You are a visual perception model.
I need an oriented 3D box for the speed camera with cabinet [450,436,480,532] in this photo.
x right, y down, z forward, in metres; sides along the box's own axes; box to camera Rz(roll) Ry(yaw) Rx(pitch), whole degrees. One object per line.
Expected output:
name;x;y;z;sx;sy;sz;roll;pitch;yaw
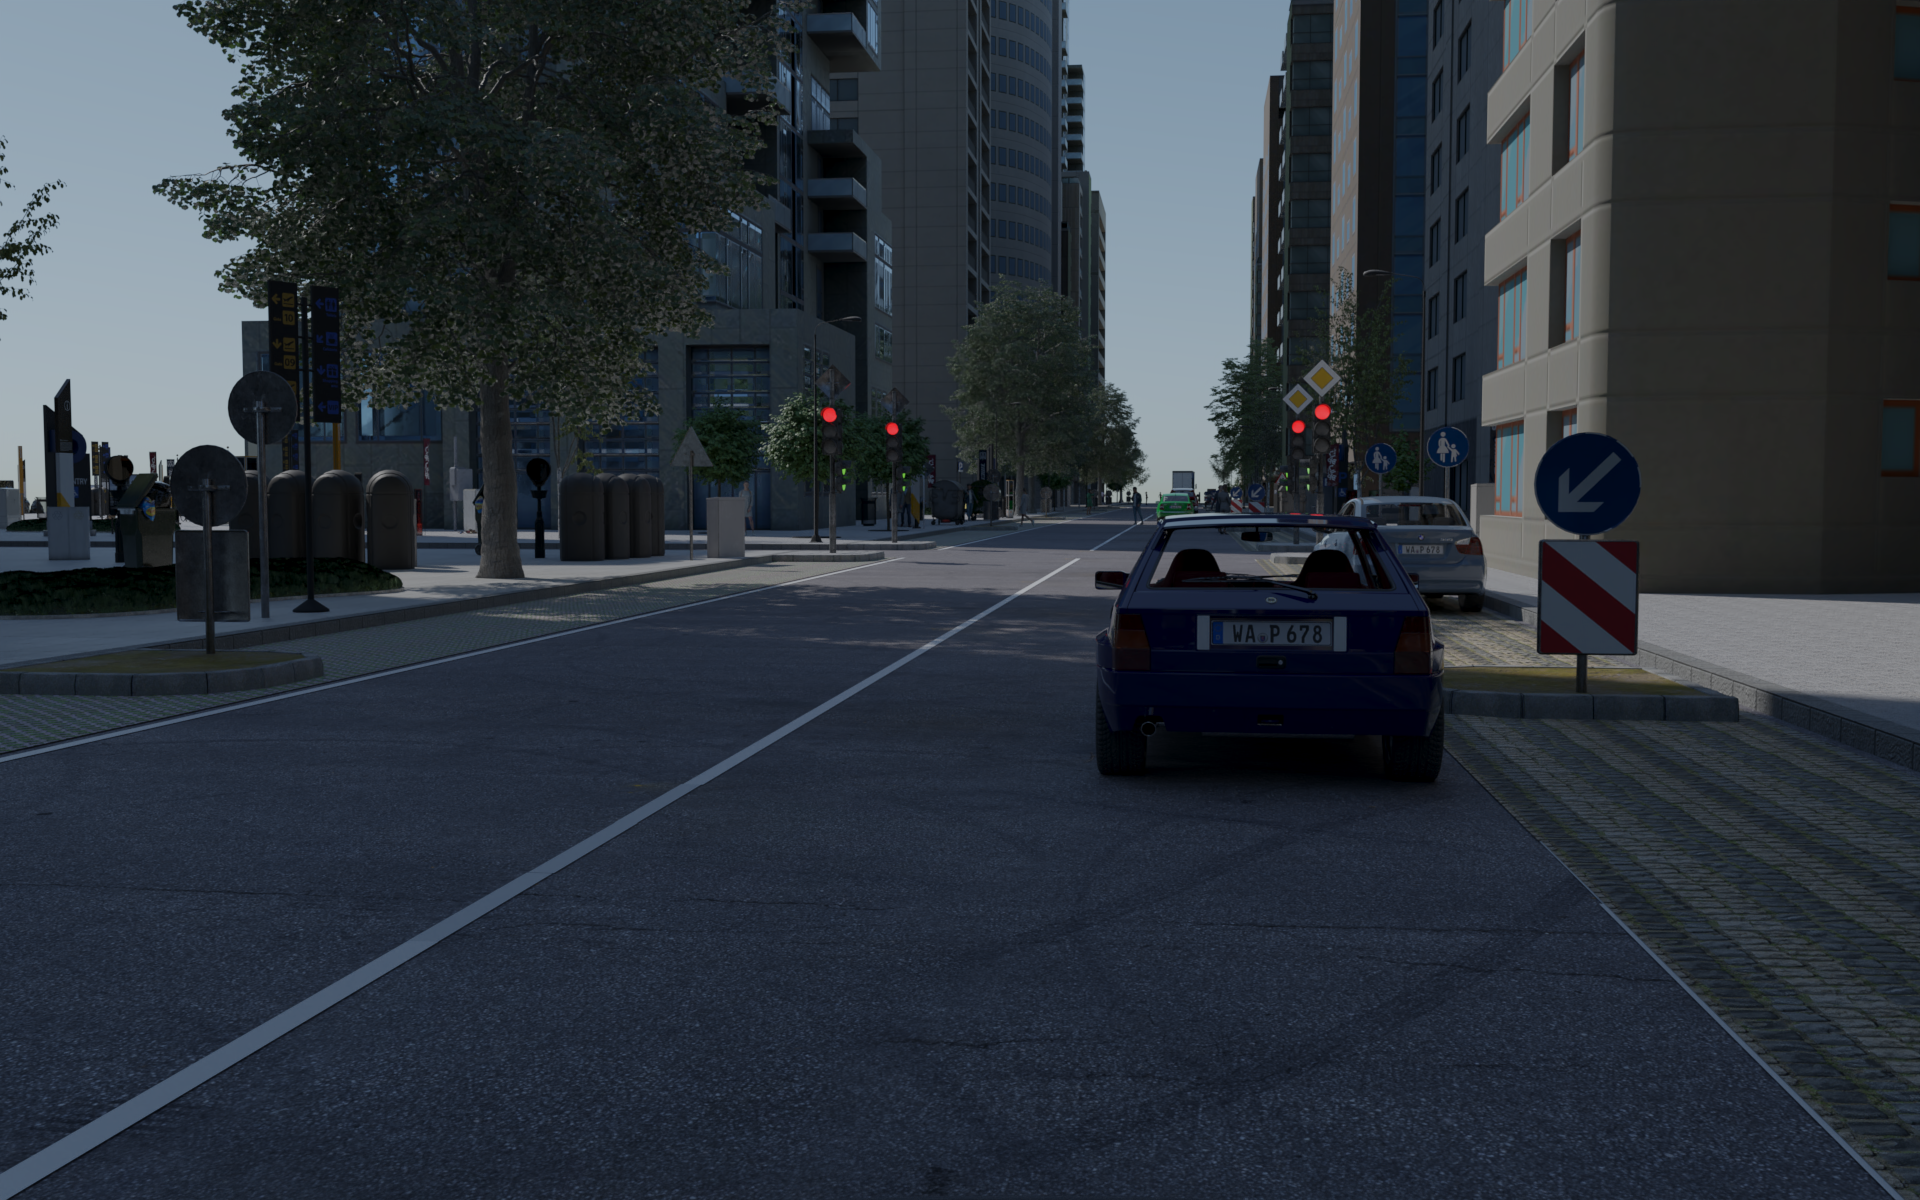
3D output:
speed camera with cabinet;-16.735;-3.965;59.165;0.660;3.252;2.038;-3;5;-41

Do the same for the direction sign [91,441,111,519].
direction sign;-37.014;-5.054;74.634;0.379;3.537;0.876;1;4;22

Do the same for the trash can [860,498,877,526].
trash can;-3.662;-3.535;69.444;0.748;1.137;0.748;0;3;0

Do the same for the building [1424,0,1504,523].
building;26.787;-37.675;54.244;20.611;71.187;20.563;0;4;7

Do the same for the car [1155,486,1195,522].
car;10.547;-4.649;84.806;1.959;1.807;4.718;0;4;7

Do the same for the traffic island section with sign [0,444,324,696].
traffic island section with sign;-6.018;-0.277;13.163;1.989;1.847;2.006;0;4;7

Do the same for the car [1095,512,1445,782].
car;1.727;0.154;10.058;1.945;1.354;3.894;0;4;8

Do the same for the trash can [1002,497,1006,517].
trash can;2.626;-5.107;95.151;0.748;1.137;0.748;0;3;0

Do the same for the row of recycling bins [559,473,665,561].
row of recycling bins;-6.859;-1.679;34.571;1.069;1.692;3.534;1;4;16

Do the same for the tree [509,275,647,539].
tree;-11.301;-6.076;49.700;4.737;8.622;4.395;0;3;0

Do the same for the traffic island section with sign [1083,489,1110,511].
traffic island section with sign;11.218;-8.270;143.849;1.989;1.847;2.006;0;4;7

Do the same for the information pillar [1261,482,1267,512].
information pillar;18.063;-6.025;102.994;0.304;2.012;0.304;0;4;4

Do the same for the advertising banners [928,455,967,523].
advertising banners;-0.622;-4.943;77.002;2.074;3.025;0.090;-2;4;-28

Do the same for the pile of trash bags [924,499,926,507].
pile of trash bags;-2.461;-6.329;113.235;3.447;1.369;1.912;1;4;14

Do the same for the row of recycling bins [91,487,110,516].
row of recycling bins;-50.824;-6.015;105.457;3.534;1.692;1.069;0;4;4

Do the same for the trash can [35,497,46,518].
trash can;-46.502;-4.661;87.865;0.748;1.137;0.748;0;3;0

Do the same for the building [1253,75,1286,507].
building;38.936;-32.504;181.553;14.600;45.320;14.200;0;4;7

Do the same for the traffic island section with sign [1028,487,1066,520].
traffic island section with sign;4.775;-5.283;95.011;1.989;1.847;2.006;0;4;7

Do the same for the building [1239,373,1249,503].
building;56.445;-25.386;260.096;27.650;21.520;28.899;0;4;7

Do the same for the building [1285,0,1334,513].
building;26.156;-20.212;102.165;14.160;30.474;14.107;0;4;7

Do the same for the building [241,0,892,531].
building;-14.675;-46.605;74.661;22.319;86.520;31.000;0;4;7

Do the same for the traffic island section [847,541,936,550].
traffic island section;-1.742;-1.427;45.606;2.009;0.180;2.903;0;4;7

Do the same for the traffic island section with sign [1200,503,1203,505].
traffic island section with sign;24.898;-9.883;170.208;1.989;1.847;2.006;0;4;7

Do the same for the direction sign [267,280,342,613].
direction sign;-7.071;-1.637;18.767;0.379;3.537;0.876;2;4;33

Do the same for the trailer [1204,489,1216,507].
trailer;26.871;-10.885;185.019;1.471;1.999;3.904;0;4;8

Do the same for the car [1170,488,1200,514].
car;14.517;-6.387;113.104;2.281;1.827;5.304;0;4;7

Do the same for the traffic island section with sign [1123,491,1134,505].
traffic island section with sign;22.143;-13.335;226.650;1.989;1.847;2.006;0;4;7

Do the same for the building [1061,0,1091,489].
building;7.061;-56.450;235.625;22.319;86.520;31.000;0;4;7

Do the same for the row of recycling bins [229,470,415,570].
row of recycling bins;-11.052;-1.394;29.912;3.534;1.692;1.069;1;4;14

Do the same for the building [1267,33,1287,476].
building;40.718;-32.933;158.056;23.786;49.044;30.456;0;4;7

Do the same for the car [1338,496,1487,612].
car;5.597;-0.630;22.303;2.014;1.417;4.499;0;4;6

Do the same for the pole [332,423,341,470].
pole;-17.718;-3.391;49.289;0.158;3.312;0.155;0;3;0

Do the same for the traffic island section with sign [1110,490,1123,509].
traffic island section with sign;14.740;-9.905;170.574;1.989;1.847;2.006;0;4;7

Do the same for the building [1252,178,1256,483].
building;45.331;-35.126;224.420;14.600;45.320;14.200;0;4;7

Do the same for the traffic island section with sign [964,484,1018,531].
traffic island section with sign;1.249;-3.649;68.287;1.989;1.847;2.006;0;4;7

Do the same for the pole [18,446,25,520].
pole;-39.689;-4.855;73.216;0.158;3.312;0.155;0;3;0

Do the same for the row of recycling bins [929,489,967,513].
row of recycling bins;-0.408;-6.852;119.148;3.534;1.692;1.069;-1;4;-18

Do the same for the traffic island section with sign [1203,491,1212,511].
traffic island section with sign;21.296;-8.212;142.900;1.989;1.847;2.006;0;4;7

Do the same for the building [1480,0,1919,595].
building;21.209;-10.368;14.561;27.650;21.520;28.899;0;4;7

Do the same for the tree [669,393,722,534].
tree;-7.739;-4.442;56.339;4.285;4.588;4.351;0;3;0

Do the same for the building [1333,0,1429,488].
building;33.938;-29.741;136.369;14.600;45.320;14.200;0;4;7

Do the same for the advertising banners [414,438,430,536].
advertising banners;-16.705;-3.495;53.326;0.090;3.025;2.074;0;4;6

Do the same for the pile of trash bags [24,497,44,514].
pile of trash bags;-61.472;-6.280;112.433;1.912;1.369;3.447;2;4;26

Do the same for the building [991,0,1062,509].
building;-2.397;-37.538;155.741;21.231;58.520;28.212;0;4;7

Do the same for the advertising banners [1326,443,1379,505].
advertising banners;13.505;-3.865;59.376;2.074;3.025;0.090;1;4;17

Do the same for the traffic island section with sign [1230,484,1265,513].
traffic island section with sign;11.154;-3.509;65.997;1.989;1.847;2.006;0;4;7

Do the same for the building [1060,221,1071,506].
building;3.866;-24.794;177.076;14.160;30.474;14.107;0;4;7

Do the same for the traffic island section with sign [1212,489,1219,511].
traffic island section with sign;14.754;-5.178;93.289;1.989;1.847;2.006;0;4;7

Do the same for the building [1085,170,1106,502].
building;10.871;-39.086;262.761;21.300;48.544;21.600;0;4;7

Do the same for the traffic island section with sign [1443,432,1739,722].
traffic island section with sign;4.010;-0.198;11.873;1.989;1.847;2.006;0;4;7

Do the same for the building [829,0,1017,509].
building;-6.132;-42.363;130.891;20.563;71.187;20.611;0;4;7

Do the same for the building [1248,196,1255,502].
building;47.009;-33.955;238.753;14.154;41.232;14.086;0;4;7

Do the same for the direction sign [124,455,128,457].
direction sign;-48.431;-6.624;100.307;0.379;3.537;0.876;1;4;11

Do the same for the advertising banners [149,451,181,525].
advertising banners;-32.494;-4.561;70.756;2.074;3.025;0.090;2;4;34

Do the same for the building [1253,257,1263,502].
building;42.913;-26.865;210.941;14.160;30.474;14.107;0;4;7

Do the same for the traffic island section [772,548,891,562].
traffic island section;-2.786;-0.942;37.689;2.009;0.180;2.903;0;4;7

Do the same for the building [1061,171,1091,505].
building;8.746;-32.446;214.091;14.154;41.232;14.086;0;4;7
